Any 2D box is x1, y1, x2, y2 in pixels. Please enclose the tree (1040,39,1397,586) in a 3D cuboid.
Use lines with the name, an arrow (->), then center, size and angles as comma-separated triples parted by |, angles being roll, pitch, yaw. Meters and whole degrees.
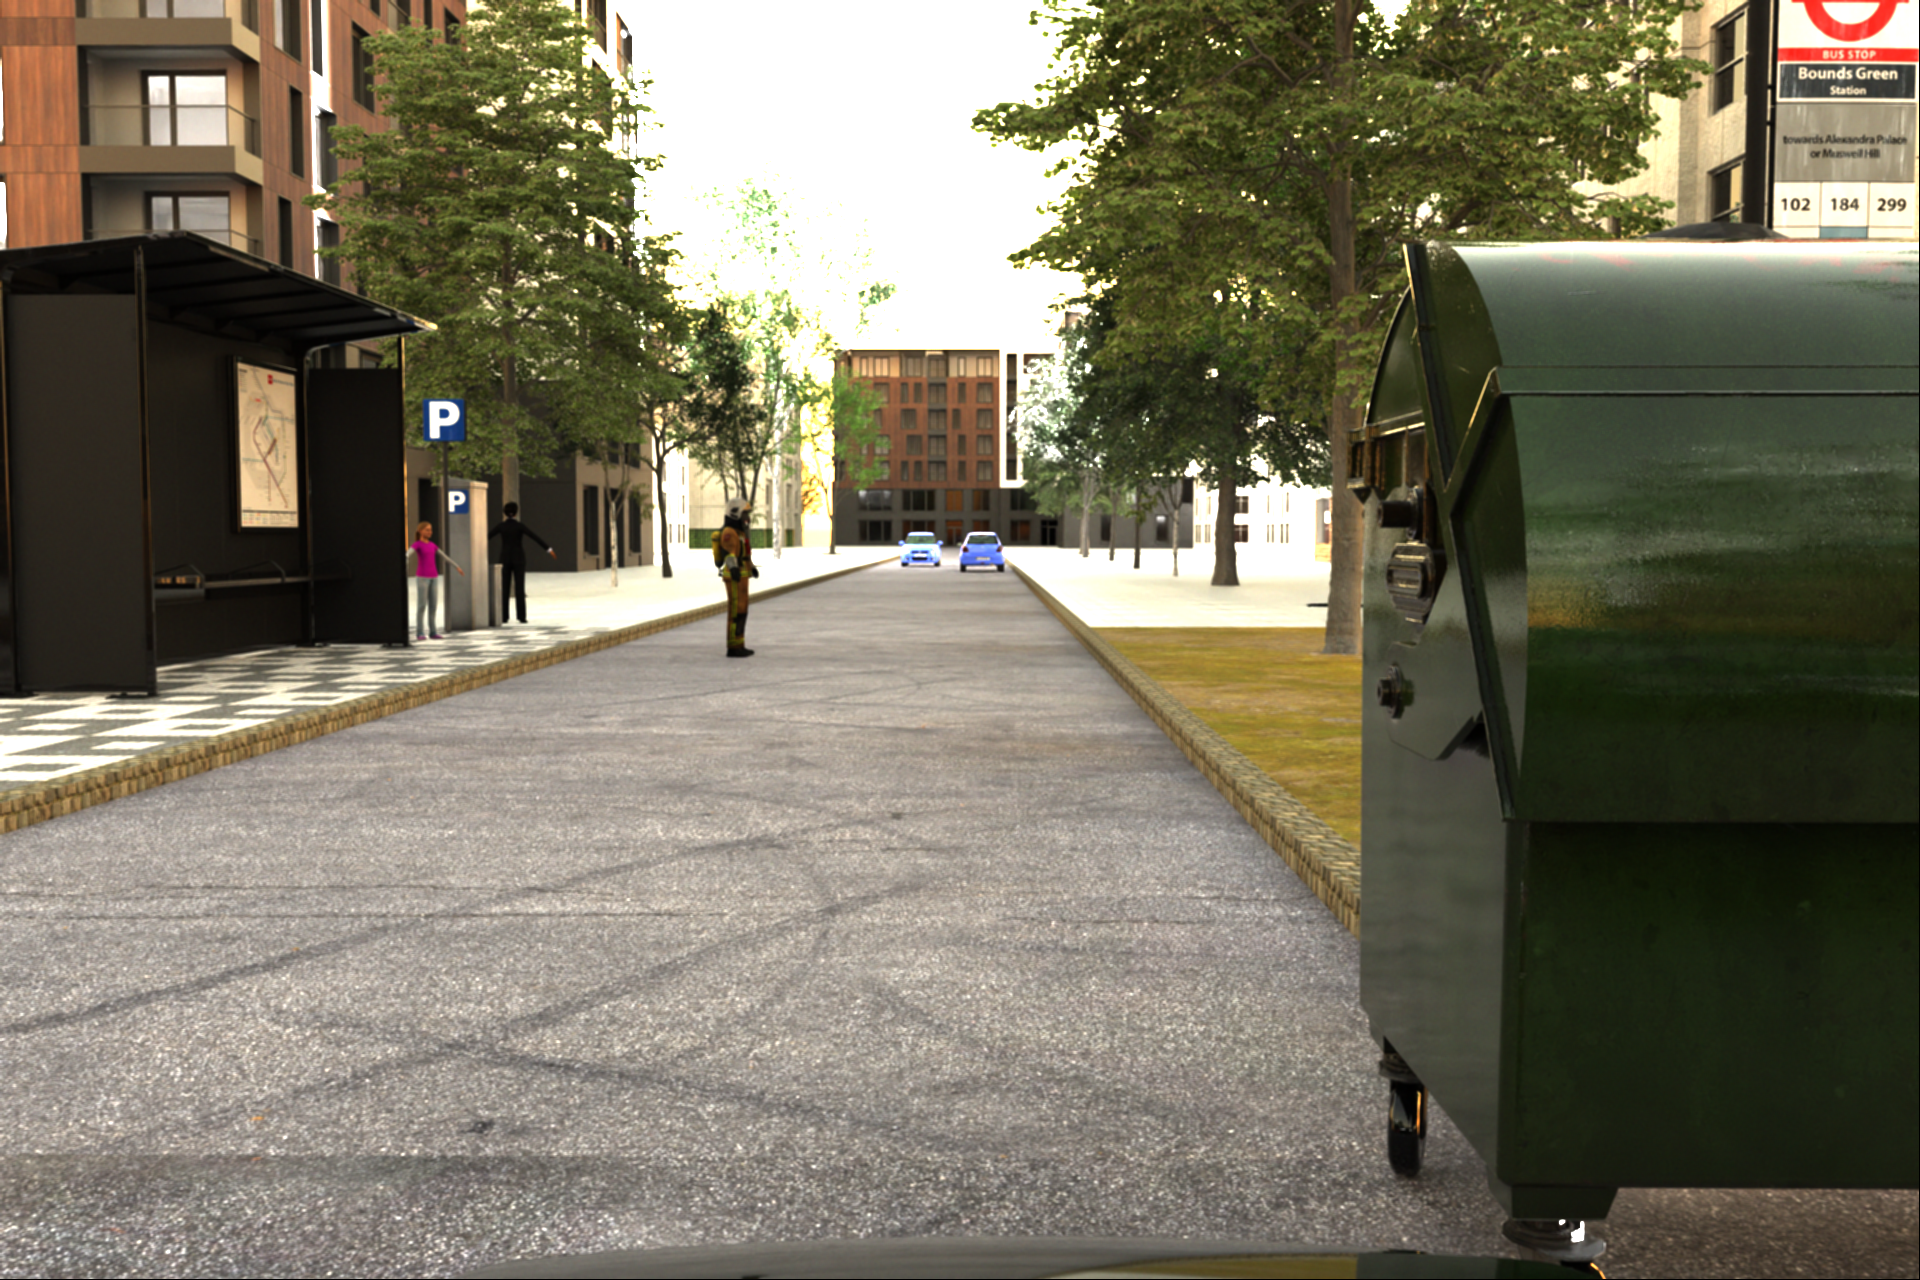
tree -> 6.716, -8.335, 42.935 | 9.857, 13.997, 8.962 | 0, 3, 0

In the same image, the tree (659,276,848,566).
tree -> -8.392, -8.753, 68.872 | 9.928, 11.665, 9.643 | 0, 3, 0

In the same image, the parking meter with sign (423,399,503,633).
parking meter with sign -> -6.609, -1.649, 23.223 | 0.543, 3.016, 1.738 | 0, 4, 2

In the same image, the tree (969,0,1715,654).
tree -> 3.973, -6.153, 18.725 | 7.486, 12.596, 7.792 | 0, 3, 0

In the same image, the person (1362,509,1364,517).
person -> 7.568, -1.660, 33.283 | 0.704, 1.843, 1.345 | 1, 4, 22

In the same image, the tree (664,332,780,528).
tree -> -8.118, -6.842, 62.232 | 4.360, 8.622, 3.978 | 0, 3, 0

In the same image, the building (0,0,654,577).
building -> -26.764, -12.929, 55.364 | 27.936, 21.610, 32.646 | 0, 4, 0

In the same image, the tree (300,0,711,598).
tree -> -8.872, -7.107, 34.330 | 7.486, 12.596, 7.792 | 0, 3, 0

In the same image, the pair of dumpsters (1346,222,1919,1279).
pair of dumpsters -> 3.036, 0.095, 3.391 | 4.436, 2.255, 1.574 | 0, 4, 1

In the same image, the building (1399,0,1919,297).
building -> 23.364, -10.873, 44.237 | 16.747, 18.905, 31.486 | 0, 4, 1

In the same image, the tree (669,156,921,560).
tree -> -8.329, -14.037, 85.395 | 12.611, 20.169, 13.585 | 0, 3, 0

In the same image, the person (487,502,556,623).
person -> -6.431, -1.116, 24.963 | 1.216, 1.740, 0.721 | 0, 4, 1

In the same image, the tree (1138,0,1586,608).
tree -> 6.827, -6.397, 30.342 | 9.928, 11.665, 9.643 | 0, 3, 0

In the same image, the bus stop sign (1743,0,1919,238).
bus stop sign -> 3.482, -1.128, 7.149 | 0.855, 3.939, 0.416 | 0, 4, 1

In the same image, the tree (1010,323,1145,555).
tree -> 7.754, -12.229, 106.601 | 9.857, 13.997, 8.962 | 0, 3, 0

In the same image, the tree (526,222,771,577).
tree -> -9.019, -7.136, 51.083 | 7.601, 10.594, 8.767 | 0, 4, 2

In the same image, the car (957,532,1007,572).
car -> 0.839, -3.486, 66.585 | 1.945, 1.707, 3.694 | 0, 4, 0

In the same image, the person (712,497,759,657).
person -> -2.581, -0.737, 20.276 | 0.705, 1.858, 1.354 | 0, 4, 3

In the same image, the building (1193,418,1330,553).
building -> 24.150, -11.736, 134.027 | 9.099, 9.664, 28.070 | 0, 4, 1

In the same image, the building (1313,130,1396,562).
building -> 21.787, -13.696, 80.357 | 16.016, 20.090, 11.380 | 0, 4, 0

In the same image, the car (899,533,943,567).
car -> -1.732, -4.143, 77.330 | 1.945, 1.707, 3.694 | 0, 4, 1

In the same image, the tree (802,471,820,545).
tree -> -17.939, -14.961, 194.971 | 4.737, 8.622, 4.395 | 0, 3, 0

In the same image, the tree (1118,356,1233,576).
tree -> 6.581, -6.252, 52.583 | 4.737, 8.622, 4.395 | 0, 3, 0

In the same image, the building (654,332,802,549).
building -> -25.367, -18.423, 167.678 | 16.747, 18.905, 31.486 | 0, 4, 1

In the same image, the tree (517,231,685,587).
tree -> -8.350, -5.622, 42.279 | 4.360, 8.622, 3.978 | 0, 3, 0

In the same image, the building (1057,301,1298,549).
building -> 23.355, -19.847, 168.477 | 27.936, 21.610, 32.646 | 0, 4, 1

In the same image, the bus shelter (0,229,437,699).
bus shelter -> -6.788, -1.544, 16.525 | 1.731, 3.624, 6.357 | 0, 4, 1

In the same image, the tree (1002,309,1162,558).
tree -> 6.857, -11.136, 92.449 | 12.009, 13.543, 11.850 | 0, 3, 0

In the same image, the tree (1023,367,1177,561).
tree -> 7.122, -8.966, 81.004 | 8.767, 10.594, 7.601 | 0, 4, -1

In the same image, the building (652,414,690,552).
building -> -25.700, -11.833, 135.618 | 9.099, 9.664, 28.070 | 0, 4, 0

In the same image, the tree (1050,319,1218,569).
tree -> 6.858, -7.923, 63.951 | 7.601, 10.594, 8.767 | -2, 4, -27

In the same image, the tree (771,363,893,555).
tree -> -7.984, -11.078, 106.875 | 9.928, 11.665, 9.643 | 0, 3, 0

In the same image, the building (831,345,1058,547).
building -> 2.222, -21.618, 199.884 | 32.646, 21.610, 27.936 | 0, 4, 0

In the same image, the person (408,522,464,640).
person -> -6.430, -0.718, 21.011 | 0.599, 1.433, 0.991 | 2, 4, 33

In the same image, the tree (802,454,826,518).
tree -> -19.049, -16.349, 201.710 | 7.601, 10.594, 8.767 | 0, 4, 3
